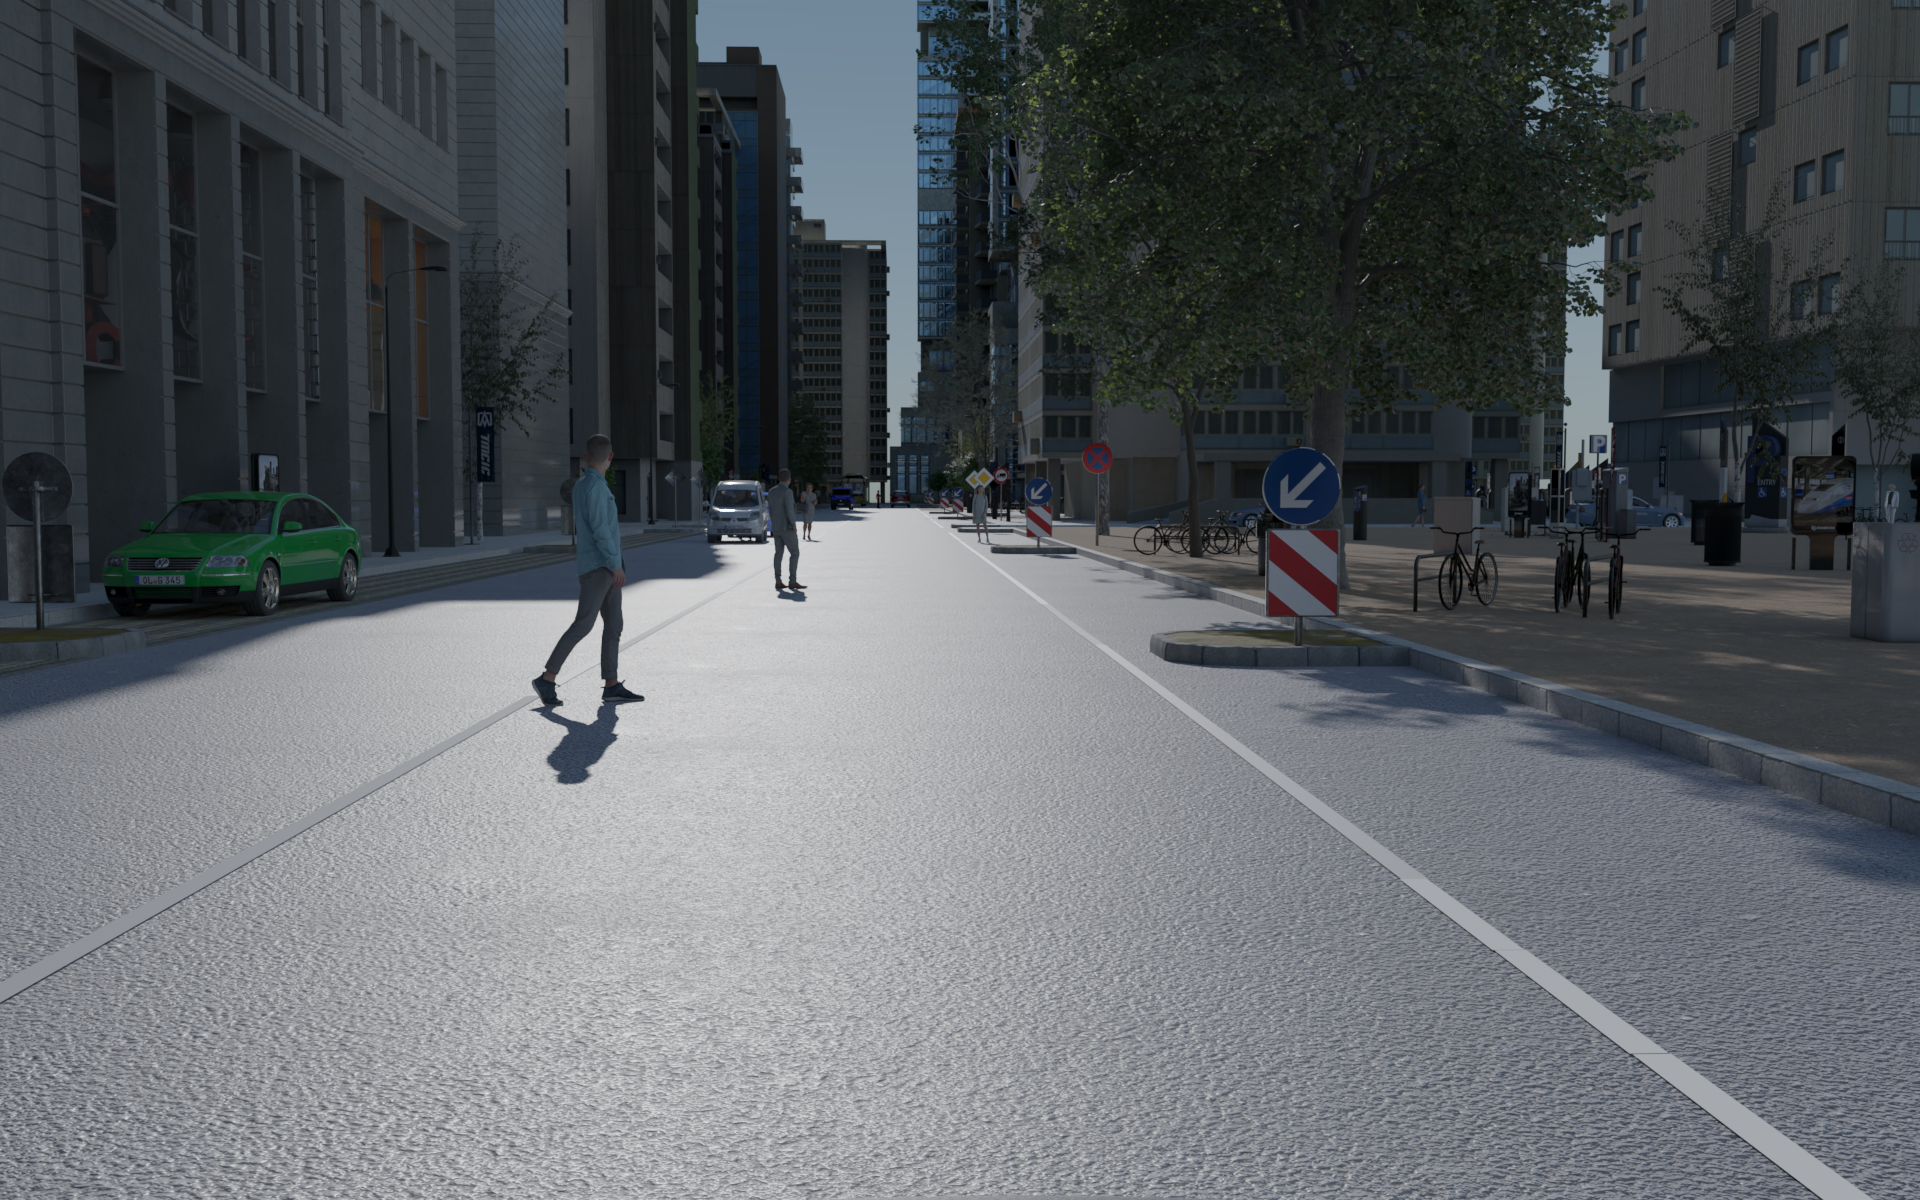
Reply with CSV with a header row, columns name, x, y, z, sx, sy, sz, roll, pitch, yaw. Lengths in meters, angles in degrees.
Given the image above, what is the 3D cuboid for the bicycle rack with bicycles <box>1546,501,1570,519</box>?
name,x,y,z,sx,sy,sz,roll,pitch,yaw
bicycle rack with bicycles,30.129,-4.672,89.761,2.852,0.926,2.925,0,4,-7

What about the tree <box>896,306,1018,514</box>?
name,x,y,z,sx,sy,sz,roll,pitch,yaw
tree,1.365,-12.360,112.454,12.009,13.543,11.850,0,3,0

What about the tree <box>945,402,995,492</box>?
name,x,y,z,sx,sy,sz,roll,pitch,yaw
tree,1.152,-11.436,137.338,4.360,8.622,3.978,0,3,0

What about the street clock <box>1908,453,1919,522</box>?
name,x,y,z,sx,sy,sz,roll,pitch,yaw
street clock,17.033,-1.602,30.767,0.358,2.002,0.471,3,5,40

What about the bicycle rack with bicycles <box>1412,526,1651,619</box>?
name,x,y,z,sx,sy,sz,roll,pitch,yaw
bicycle rack with bicycles,6.348,-0.357,19.227,2.852,0.926,2.925,2,4,31

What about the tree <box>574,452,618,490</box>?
name,x,y,z,sx,sy,sz,roll,pitch,yaw
tree,-13.846,-4.356,65.818,1.663,3.219,1.824,0,3,0

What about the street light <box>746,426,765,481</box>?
name,x,y,z,sx,sy,sz,roll,pitch,yaw
street light,-14.036,-8.932,118.583,1.470,5.913,1.316,0,4,-2

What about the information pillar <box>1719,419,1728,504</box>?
name,x,y,z,sx,sy,sz,roll,pitch,yaw
information pillar,23.877,-3.842,54.170,0.183,3.616,0.504,0,4,7

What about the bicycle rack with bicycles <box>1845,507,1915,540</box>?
name,x,y,z,sx,sy,sz,roll,pitch,yaw
bicycle rack with bicycles,25.796,-2.128,48.173,2.925,0.926,2.852,-2,4,-31

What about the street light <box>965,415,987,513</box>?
name,x,y,z,sx,sy,sz,roll,pitch,yaw
street light,0.974,-7.925,102.112,1.470,5.913,1.316,0,4,-2

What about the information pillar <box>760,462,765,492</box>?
name,x,y,z,sx,sy,sz,roll,pitch,yaw
information pillar,-14.563,-8.355,127.959,0.183,3.616,0.504,2,4,28

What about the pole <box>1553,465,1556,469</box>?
name,x,y,z,sx,sy,sz,roll,pitch,yaw
pole,41.735,-7.819,121.677,0.158,3.312,0.155,0,3,0

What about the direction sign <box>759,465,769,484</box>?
name,x,y,z,sx,sy,sz,roll,pitch,yaw
direction sign,-15.473,-8.864,136.928,0.876,3.537,0.379,1,4,16

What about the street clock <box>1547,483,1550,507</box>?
name,x,y,z,sx,sy,sz,roll,pitch,yaw
street clock,38.935,-6.709,114.262,0.358,2.002,0.471,3,4,39

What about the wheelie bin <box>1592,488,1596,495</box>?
name,x,y,z,sx,sy,sz,roll,pitch,yaw
wheelie bin,33.148,-5.101,91.301,0.980,1.594,0.693,-1,4,-12

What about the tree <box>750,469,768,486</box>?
name,x,y,z,sx,sy,sz,roll,pitch,yaw
tree,-15.702,-8.425,132.344,1.663,3.219,1.824,0,3,0

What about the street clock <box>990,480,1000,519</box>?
name,x,y,z,sx,sy,sz,roll,pitch,yaw
street clock,1.762,-5.103,88.004,0.471,2.002,0.358,2,4,32

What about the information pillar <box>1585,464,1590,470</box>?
name,x,y,z,sx,sy,sz,roll,pitch,yaw
information pillar,49.232,-8.857,136.165,0.504,3.616,0.183,2,4,27

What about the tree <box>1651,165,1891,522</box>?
name,x,y,z,sx,sy,sz,roll,pitch,yaw
tree,17.915,-5.432,39.170,4.360,8.622,3.978,0,3,0

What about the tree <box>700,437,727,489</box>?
name,x,y,z,sx,sy,sz,roll,pitch,yaw
tree,-14.479,-6.828,95.355,4.285,4.588,4.351,0,3,0

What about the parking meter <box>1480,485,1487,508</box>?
name,x,y,z,sx,sy,sz,roll,pitch,yaw
parking meter,34.077,-6.548,112.778,0.399,1.863,0.255,3,5,43

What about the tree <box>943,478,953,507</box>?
name,x,y,z,sx,sy,sz,roll,pitch,yaw
tree,-0.912,-10.970,173.966,1.663,3.219,1.824,0,3,0

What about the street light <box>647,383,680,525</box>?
name,x,y,z,sx,sy,sz,roll,pitch,yaw
street light,-12.436,-6.128,72.734,1.470,5.913,1.316,0,4,-2

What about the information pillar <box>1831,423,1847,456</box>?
name,x,y,z,sx,sy,sz,roll,pitch,yaw
information pillar,29.102,-4.038,57.380,0.183,3.616,0.504,-2,4,-31

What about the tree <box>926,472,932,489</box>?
name,x,y,z,sx,sy,sz,roll,pitch,yaw
tree,-2.685,-14.581,222.119,4.285,4.588,4.351,0,3,0

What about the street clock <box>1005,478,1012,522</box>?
name,x,y,z,sx,sy,sz,roll,pitch,yaw
street clock,2.247,-4.632,80.306,0.358,2.002,0.471,1,4,8

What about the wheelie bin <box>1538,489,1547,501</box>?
name,x,y,z,sx,sy,sz,roll,pitch,yaw
wheelie bin,36.026,-6.102,107.674,0.693,1.594,0.980,-1,4,-18

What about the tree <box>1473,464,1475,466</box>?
name,x,y,z,sx,sy,sz,roll,pitch,yaw
tree,31.415,-7.799,111.231,4.285,4.588,4.351,0,3,0

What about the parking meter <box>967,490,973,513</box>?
name,x,y,z,sx,sy,sz,roll,pitch,yaw
parking meter,0.758,-7.564,132.075,0.372,1.533,0.369,0,3,0

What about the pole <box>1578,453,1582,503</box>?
name,x,y,z,sx,sy,sz,roll,pitch,yaw
pole,30.497,-5.590,85.235,0.158,3.312,0.155,0,3,0

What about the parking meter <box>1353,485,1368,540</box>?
name,x,y,z,sx,sy,sz,roll,pitch,yaw
parking meter,11.099,-2.422,48.019,0.372,1.533,0.369,0,3,0

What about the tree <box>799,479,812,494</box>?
name,x,y,z,sx,sy,sz,roll,pitch,yaw
tree,-17.796,-12.451,198.173,1.663,3.219,1.824,0,3,0

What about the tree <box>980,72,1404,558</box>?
name,x,y,z,sx,sy,sz,roll,pitch,yaw
tree,4.785,-6.163,35.170,8.767,10.594,7.601,0,4,-6

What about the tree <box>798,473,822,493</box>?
name,x,y,z,sx,sy,sz,roll,pitch,yaw
tree,-19.448,-14.778,225.339,4.285,4.588,4.351,0,3,0

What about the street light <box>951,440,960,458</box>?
name,x,y,z,sx,sy,sz,roll,pitch,yaw
street light,-0.589,-10.729,147.962,1.470,5.913,1.316,0,4,-2

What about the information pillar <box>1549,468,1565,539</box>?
name,x,y,z,sx,sy,sz,roll,pitch,yaw
information pillar,17.164,-2.769,49.763,0.304,2.012,0.304,-3,5,-39

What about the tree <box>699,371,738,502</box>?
name,x,y,z,sx,sy,sz,roll,pitch,yaw
tree,-14.828,-9.260,101.761,4.737,8.622,4.395,0,3,0

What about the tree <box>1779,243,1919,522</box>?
name,x,y,z,sx,sy,sz,roll,pitch,yaw
tree,27.811,-6.222,52.098,4.360,8.622,3.978,0,3,0

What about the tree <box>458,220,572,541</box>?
name,x,y,z,sx,sy,sz,roll,pitch,yaw
tree,-13.090,-5.956,47.743,4.360,8.622,3.978,0,3,0

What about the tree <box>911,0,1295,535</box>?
name,x,y,z,sx,sy,sz,roll,pitch,yaw
tree,4.508,-12.001,52.109,12.611,20.169,13.585,0,3,0

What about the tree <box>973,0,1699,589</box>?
name,x,y,z,sx,sy,sz,roll,pitch,yaw
tree,5.055,-7.129,23.222,9.857,13.997,8.962,0,3,0

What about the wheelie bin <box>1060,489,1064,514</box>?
name,x,y,z,sx,sy,sz,roll,pitch,yaw
wheelie bin,6.673,-6.414,112.769,0.980,1.594,0.693,3,5,44

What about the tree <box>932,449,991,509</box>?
name,x,y,z,sx,sy,sz,roll,pitch,yaw
tree,1.264,-8.459,122.019,4.285,4.588,4.351,0,3,0

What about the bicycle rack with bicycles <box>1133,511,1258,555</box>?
name,x,y,z,sx,sy,sz,roll,pitch,yaw
bicycle rack with bicycles,5.233,-1.457,37.207,2.925,0.926,2.852,0,4,8

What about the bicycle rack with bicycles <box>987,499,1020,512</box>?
name,x,y,z,sx,sy,sz,roll,pitch,yaw
bicycle rack with bicycles,3.600,-6.939,126.837,2.852,0.926,2.925,-3,5,-45

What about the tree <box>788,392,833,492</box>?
name,x,y,z,sx,sy,sz,roll,pitch,yaw
tree,-17.789,-16.750,191.989,7.486,12.596,7.792,0,3,0
